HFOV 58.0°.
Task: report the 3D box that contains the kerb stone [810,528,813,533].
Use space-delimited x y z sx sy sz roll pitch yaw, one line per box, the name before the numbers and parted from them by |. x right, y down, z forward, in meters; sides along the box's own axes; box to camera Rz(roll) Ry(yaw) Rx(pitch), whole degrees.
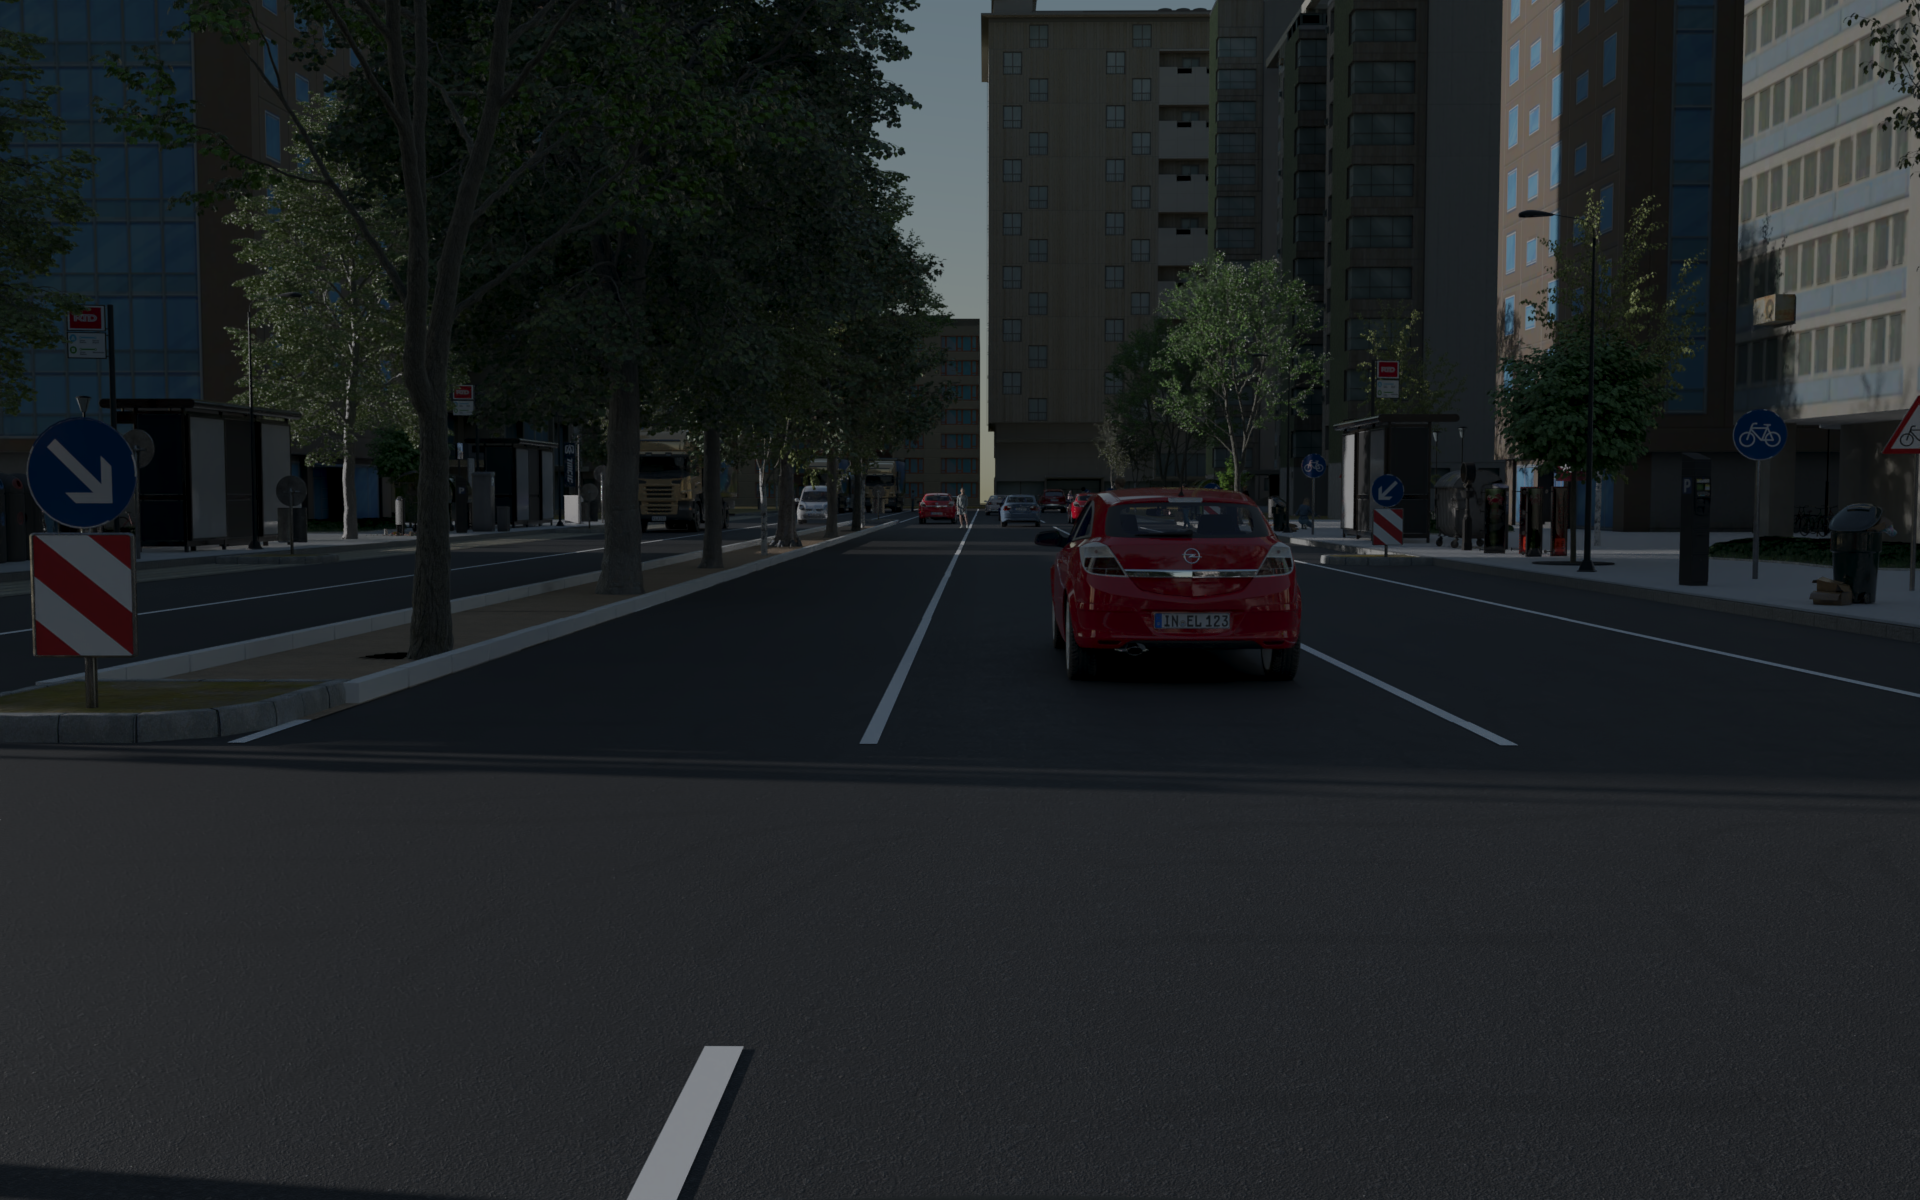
kerb stone | -5.501 -2.467 62.528 0.120 0.150 1.000 0 4 1

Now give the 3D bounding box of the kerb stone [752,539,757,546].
kerb stone | -5.729 -1.526 47.152 0.120 0.150 1.000 0 4 1

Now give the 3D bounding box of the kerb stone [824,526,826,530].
kerb stone | -5.419 -2.779 67.639 0.120 0.150 1.000 0 4 1

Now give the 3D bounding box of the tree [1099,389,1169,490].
tree | 12.196 -10.336 119.354 4.360 8.622 3.978 0 3 0

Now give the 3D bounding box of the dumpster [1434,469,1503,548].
dumpster | 12.198 -2.187 41.517 1.264 1.857 1.865 0 4 1

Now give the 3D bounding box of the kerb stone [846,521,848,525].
kerb stone | -5.264 -3.406 77.888 0.120 0.150 1.000 0 4 1

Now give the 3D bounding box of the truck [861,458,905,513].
truck | -5.955 -9.069 137.193 2.839 4.237 11.283 0 4 2

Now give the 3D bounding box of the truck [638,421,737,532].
truck | -10.907 -4.867 68.493 2.839 4.237 11.283 0 4 2

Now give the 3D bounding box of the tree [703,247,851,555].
tree | -4.505 -5.314 39.702 4.737 8.622 4.395 0 3 0

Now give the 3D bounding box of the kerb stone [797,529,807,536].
kerb stone | -5.531 -2.341 60.473 0.120 0.150 1.000 0 4 1

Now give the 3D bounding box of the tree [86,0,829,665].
tree | -4.480 -5.281 14.553 9.928 11.665 9.643 0 3 0

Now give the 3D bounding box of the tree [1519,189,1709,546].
tree | 16.017 -5.640 42.580 4.737 8.622 4.395 0 3 0

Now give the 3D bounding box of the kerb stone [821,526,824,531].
kerb stone | -5.442 -2.717 66.617 0.120 0.150 1.000 0 4 1

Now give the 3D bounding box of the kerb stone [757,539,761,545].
kerb stone | -5.709 -1.589 48.183 0.120 0.150 1.000 0 4 1

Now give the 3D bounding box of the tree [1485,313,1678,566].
tree | 11.305 -2.927 31.576 4.285 4.588 4.351 0 3 0

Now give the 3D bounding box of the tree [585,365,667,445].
tree | -15.614 -7.904 79.594 4.360 8.622 3.978 0 3 0

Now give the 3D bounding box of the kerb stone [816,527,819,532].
kerb stone | -5.469 -2.592 64.573 0.120 0.150 1.000 0 4 1

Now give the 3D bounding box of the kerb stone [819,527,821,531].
kerb stone | -5.456 -2.654 65.595 0.120 0.150 1.000 0 4 1

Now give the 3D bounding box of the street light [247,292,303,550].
street light | -15.815 -4.125 39.989 1.470 5.913 1.316 0 4 1

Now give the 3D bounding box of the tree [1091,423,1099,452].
tree | 13.729 -12.414 153.325 4.360 8.622 3.978 0 3 0

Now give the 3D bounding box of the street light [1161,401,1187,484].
street light | 10.691 -6.943 86.062 1.470 5.913 1.316 0 4 1

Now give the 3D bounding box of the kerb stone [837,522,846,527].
kerb stone | -5.286 -3.343 76.866 0.120 0.150 1.000 0 4 1

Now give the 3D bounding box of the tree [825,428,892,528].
tree | -4.115 -7.362 73.191 4.360 8.622 3.978 0 3 0

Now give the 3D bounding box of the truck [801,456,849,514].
truck | -9.891 -8.529 128.355 2.839 4.237 11.283 0 4 1

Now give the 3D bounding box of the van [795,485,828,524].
van | -6.882 -4.659 83.181 2.013 2.044 4.112 0 4 -1

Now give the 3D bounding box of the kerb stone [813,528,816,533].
kerb stone | -5.482 -2.529 63.550 0.120 0.150 1.000 0 4 1

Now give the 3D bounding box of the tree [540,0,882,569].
tree | -4.865 -6.899 33.386 7.486 12.596 7.792 0 3 0

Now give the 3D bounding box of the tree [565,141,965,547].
tree | -4.710 -7.791 46.841 9.611 12.733 9.660 0 3 0

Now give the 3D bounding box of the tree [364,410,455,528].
tree | -20.817 -5.018 65.757 4.285 4.588 4.351 0 3 0

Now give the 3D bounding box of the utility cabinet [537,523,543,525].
utility cabinet | -17.683 -3.732 72.185 0.306 1.237 1.020 0 4 5

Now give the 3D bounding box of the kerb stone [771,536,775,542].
kerb stone | -5.653 -1.840 52.279 0.120 0.150 1.000 0 4 1

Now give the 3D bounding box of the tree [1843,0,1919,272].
tree | 11.181 -4.058 16.715 4.360 8.622 3.978 0 3 0

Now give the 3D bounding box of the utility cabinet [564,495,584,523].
utility cabinet | -17.245 -4.051 77.398 1.020 1.237 0.306 3 5 41

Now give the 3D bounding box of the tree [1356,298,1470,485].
tree | 16.559 -6.998 64.781 4.737 8.622 4.395 0 3 0

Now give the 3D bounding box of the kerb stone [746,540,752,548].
kerb stone | -5.735 -1.464 46.127 0.120 0.150 1.000 0 4 1

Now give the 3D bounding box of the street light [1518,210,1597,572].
street light | 9.822 -3.420 28.463 1.470 5.913 1.316 0 4 1

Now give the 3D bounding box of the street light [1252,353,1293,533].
street light | 10.317 -5.182 57.261 1.470 5.913 1.316 0 4 1

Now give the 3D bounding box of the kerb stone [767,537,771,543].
kerb stone | -5.678 -1.714 50.232 0.120 0.150 1.000 0 4 1

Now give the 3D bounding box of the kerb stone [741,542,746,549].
kerb stone | -5.757 -1.401 45.100 0.120 0.150 1.000 0 4 1

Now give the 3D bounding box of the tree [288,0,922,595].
tree | -4.869 -7.056 24.479 9.857 13.997 8.962 0 3 0

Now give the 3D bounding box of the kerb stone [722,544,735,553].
kerb stone | -5.785 -1.274 43.035 0.120 0.150 1.000 0 4 1

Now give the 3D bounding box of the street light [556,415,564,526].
street light | -15.387 -5.887 68.789 1.470 5.913 1.316 0 4 1

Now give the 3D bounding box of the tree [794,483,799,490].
tree | -15.831 -10.013 158.317 1.663 3.219 1.824 0 3 0

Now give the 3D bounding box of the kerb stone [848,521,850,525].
kerb stone | -5.248 -3.469 78.919 0.120 0.150 1.000 0 4 1

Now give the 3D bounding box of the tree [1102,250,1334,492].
tree | 11.826 -9.006 73.009 9.928 11.665 9.643 0 3 0

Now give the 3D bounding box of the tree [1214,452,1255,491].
tree | 12.212 -5.115 78.230 1.663 3.219 1.824 0 3 0

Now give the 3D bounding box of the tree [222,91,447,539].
tree | -17.117 -8.028 49.384 7.486 12.596 7.792 0 3 0

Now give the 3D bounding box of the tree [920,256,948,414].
tree | -4.281 -8.314 56.514 7.486 12.596 7.792 0 3 0

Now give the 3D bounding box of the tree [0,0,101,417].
tree | -17.356 -6.607 26.158 7.486 12.596 7.792 0 3 0

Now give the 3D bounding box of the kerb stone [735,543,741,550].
kerb stone | -5.765 -1.338 44.069 0.120 0.150 1.000 0 4 1

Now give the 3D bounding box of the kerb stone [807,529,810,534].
kerb stone | -5.515 -2.398 61.501 0.120 0.150 1.000 0 4 1
